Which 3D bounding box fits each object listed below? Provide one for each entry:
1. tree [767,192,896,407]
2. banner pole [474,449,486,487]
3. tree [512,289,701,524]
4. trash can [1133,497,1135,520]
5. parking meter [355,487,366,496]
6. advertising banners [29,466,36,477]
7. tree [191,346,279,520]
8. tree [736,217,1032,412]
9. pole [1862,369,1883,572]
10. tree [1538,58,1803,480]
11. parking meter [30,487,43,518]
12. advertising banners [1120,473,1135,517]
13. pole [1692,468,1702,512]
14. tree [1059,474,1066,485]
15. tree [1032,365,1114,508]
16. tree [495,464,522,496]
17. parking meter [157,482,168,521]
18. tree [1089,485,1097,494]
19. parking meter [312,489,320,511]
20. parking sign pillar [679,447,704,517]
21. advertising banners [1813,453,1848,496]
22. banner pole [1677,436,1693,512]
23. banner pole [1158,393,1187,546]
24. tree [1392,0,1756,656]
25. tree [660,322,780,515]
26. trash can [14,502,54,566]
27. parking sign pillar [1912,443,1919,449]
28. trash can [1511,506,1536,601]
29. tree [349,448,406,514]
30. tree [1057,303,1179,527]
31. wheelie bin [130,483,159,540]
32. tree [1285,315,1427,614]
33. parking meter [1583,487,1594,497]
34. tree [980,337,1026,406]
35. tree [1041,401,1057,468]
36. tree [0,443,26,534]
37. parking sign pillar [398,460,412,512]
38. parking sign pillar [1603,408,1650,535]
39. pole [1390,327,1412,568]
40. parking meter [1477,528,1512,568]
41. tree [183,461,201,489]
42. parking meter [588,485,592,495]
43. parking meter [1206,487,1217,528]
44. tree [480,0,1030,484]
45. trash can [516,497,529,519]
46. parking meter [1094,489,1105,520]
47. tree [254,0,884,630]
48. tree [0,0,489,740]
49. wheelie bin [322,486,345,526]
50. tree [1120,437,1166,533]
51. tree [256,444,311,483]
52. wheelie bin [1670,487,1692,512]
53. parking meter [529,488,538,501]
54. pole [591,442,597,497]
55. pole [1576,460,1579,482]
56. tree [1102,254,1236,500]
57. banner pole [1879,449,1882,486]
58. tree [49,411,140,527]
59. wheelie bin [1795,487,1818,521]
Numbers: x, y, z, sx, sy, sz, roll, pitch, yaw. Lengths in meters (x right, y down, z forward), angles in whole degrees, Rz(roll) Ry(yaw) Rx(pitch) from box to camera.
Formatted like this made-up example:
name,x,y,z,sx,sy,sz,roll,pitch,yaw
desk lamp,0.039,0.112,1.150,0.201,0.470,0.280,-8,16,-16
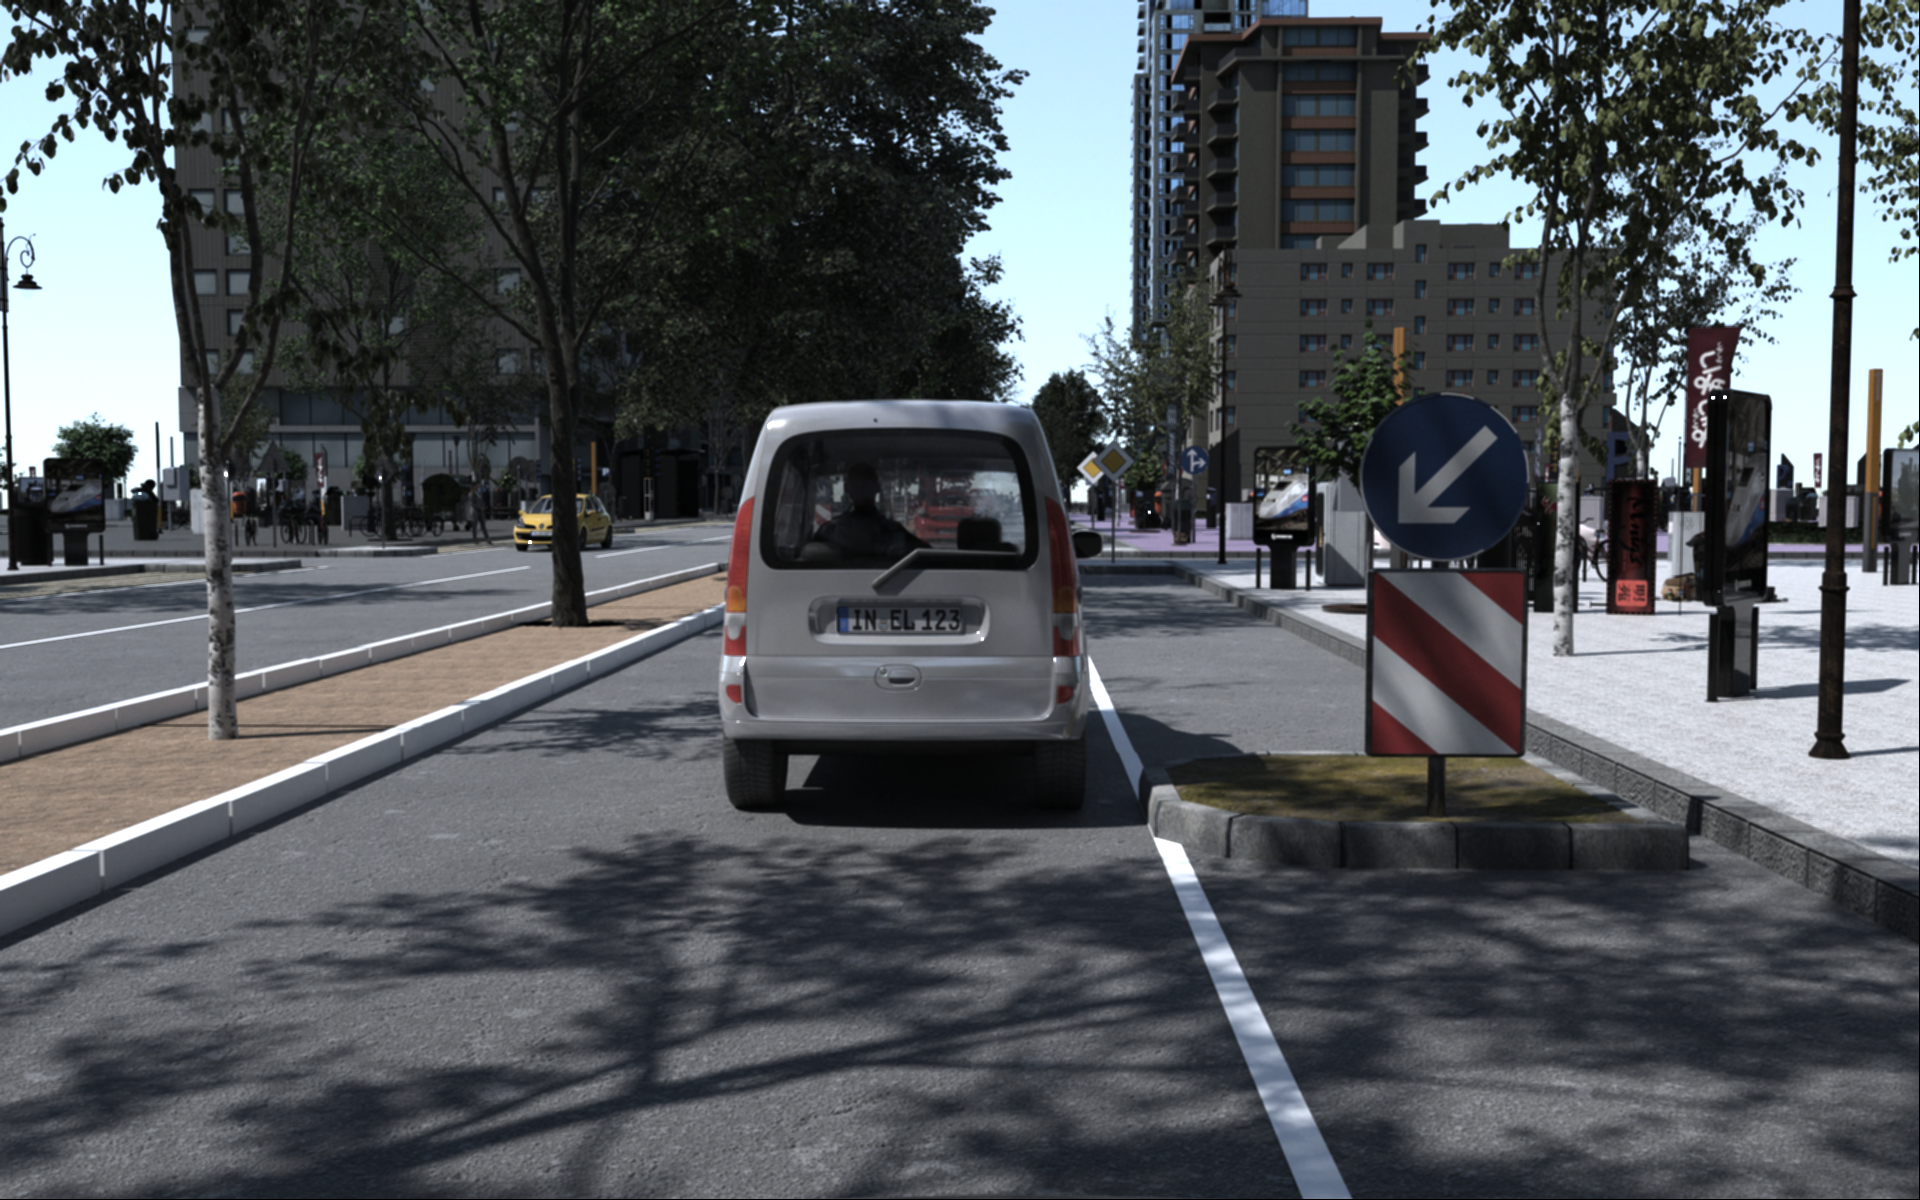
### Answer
name,x,y,z,sx,sy,sz,roll,pitch,yaw
tree,-3.405,-5.446,41.855,4.737,8.622,4.395,0,3,0
banner pole,-26.513,-6.459,95.623,0.863,3.779,0.401,1,4,18
tree,-15.047,-8.528,73.846,8.767,10.594,7.601,0,4,-7
trash can,8.395,-4.204,80.385,0.748,1.137,0.748,0,3,0
parking meter,-22.661,-3.492,65.502,0.372,1.533,0.369,0,3,0
advertising banners,-57.735,-6.906,109.097,2.074,3.025,0.090,1,4,13
tree,-35.644,-8.280,85.743,4.737,8.622,4.395,0,3,0
tree,-2.544,-8.533,58.982,9.611,12.733,9.660,0,3,0
pole,14.918,-2.108,28.309,0.158,3.312,0.155,0,3,0
tree,12.106,-4.875,30.065,4.360,8.622,3.978,0,3,0
parking meter,-31.995,-3.157,60.021,0.372,1.533,0.369,0,3,0
advertising banners,9.725,-6.115,96.166,2.074,3.025,0.090,1,4,20
pole,17.990,-2.960,42.245,0.158,3.312,0.155,0,3,0
tree,12.330,-20.283,238.286,9.857,13.997,8.962,0,3,0
tree,9.628,-14.489,153.899,9.611,12.733,9.660,0,3,0
tree,-28.594,-7.057,109.976,1.663,3.219,1.824,0,3,0
parking meter,-37.781,-4.670,82.070,0.255,1.863,0.399,3,4,36
tree,7.557,-6.063,93.726,1.663,3.219,1.824,0,3,0
parking meter,-32.389,-4.815,87.134,0.372,1.533,0.369,0,3,0
parking sign pillar,-15.125,-6.649,97.190,1.447,3.967,1.447,0,4,-6
advertising banners,36.733,-4.708,73.155,0.090,3.025,2.074,-1,4,-13
banner pole,31.399,-5.201,75.050,0.863,3.779,0.401,3,4,36
banner pole,5.318,-3.232,42.861,0.401,3.779,0.863,3,4,39
tree,5.027,-3.862,13.506,4.737,8.622,4.395,0,3,0
tree,-14.774,-11.948,105.722,12.009,13.543,11.850,0,3,0
trash can,-16.718,-1.199,31.265,0.748,1.137,0.748,0,3,0
parking sign pillar,40.274,-5.142,72.548,1.447,3.967,1.447,-1,4,-8
trash can,6.797,-0.572,21.004,0.748,1.137,0.748,0,3,0
tree,-36.473,-7.614,108.209,4.285,4.588,4.351,0,3,0
tree,6.427,-7.174,67.653,4.360,8.622,3.978,0,3,0
wheelie bin,-22.662,-2.460,48.129,0.693,1.594,0.980,-3,4,-36
tree,4.352,-1.485,18.889,1.663,3.219,1.824,0,3,0
parking meter,23.721,-3.483,65.351,0.372,1.533,0.369,0,3,0
tree,-1.730,-10.949,91.837,12.009,13.543,11.850,0,3,0
tree,7.828,-11.175,133.080,4.360,8.622,3.978,0,3,0
tree,-30.973,-3.705,55.178,1.663,3.219,1.824,0,3,0
parking sign pillar,-36.382,-7.671,113.890,1.447,3.967,1.447,-2,4,-30
parking sign pillar,20.779,-4.006,53.968,1.447,3.967,1.447,-2,4,-31
pole,5.422,-1.680,21.308,0.158,3.312,0.155,0,3,0
parking meter,6.054,-0.686,19.627,0.372,1.533,0.369,0,3,0
tree,-43.885,-6.373,98.792,1.663,3.219,1.824,0,3,0
parking meter,-23.487,-6.412,110.544,0.255,1.863,0.399,3,4,38
parking meter,9.436,-3.461,65.001,0.372,1.533,0.369,0,3,0
tree,-3.315,-7.295,28.389,9.857,13.997,8.962,0,3,0
trash can,-18.281,-3.741,72.822,0.748,1.137,0.748,0,3,0
parking meter,6.864,-4.636,84.205,0.372,1.533,0.369,0,3,0
tree,-4.330,-5.523,18.512,9.928,11.665,9.643,0,3,0
tree,-4.282,-3.472,9.591,4.360,8.622,3.978,0,3,0
wheelie bin,-25.532,-3.842,70.729,0.693,1.594,0.980,1,4,13
tree,6.158,-3.875,57.961,1.663,3.219,1.824,0,3,0
tree,-44.152,-7.912,113.082,4.285,4.588,4.351,0,3,0
wheelie bin,31.739,-4.168,76.051,0.980,1.594,0.693,0,4,-4
parking meter,-17.077,-3.728,69.364,0.372,1.533,0.369,0,3,0
pole,-14.312,-4.522,67.779,0.158,3.312,0.155,0,3,0
pole,37.236,-6.774,104.604,0.158,3.312,0.155,0,3,0
tree,6.690,-6.320,53.694,4.737,8.622,4.395,0,3,0
banner pole,50.940,-6.480,95.961,0.401,3.779,0.863,1,4,19
tree,-34.219,-5.186,68.497,4.285,4.588,4.351,0,3,0
wheelie bin,42.997,-4.905,88.102,0.693,1.594,0.980,-3,5,-43
